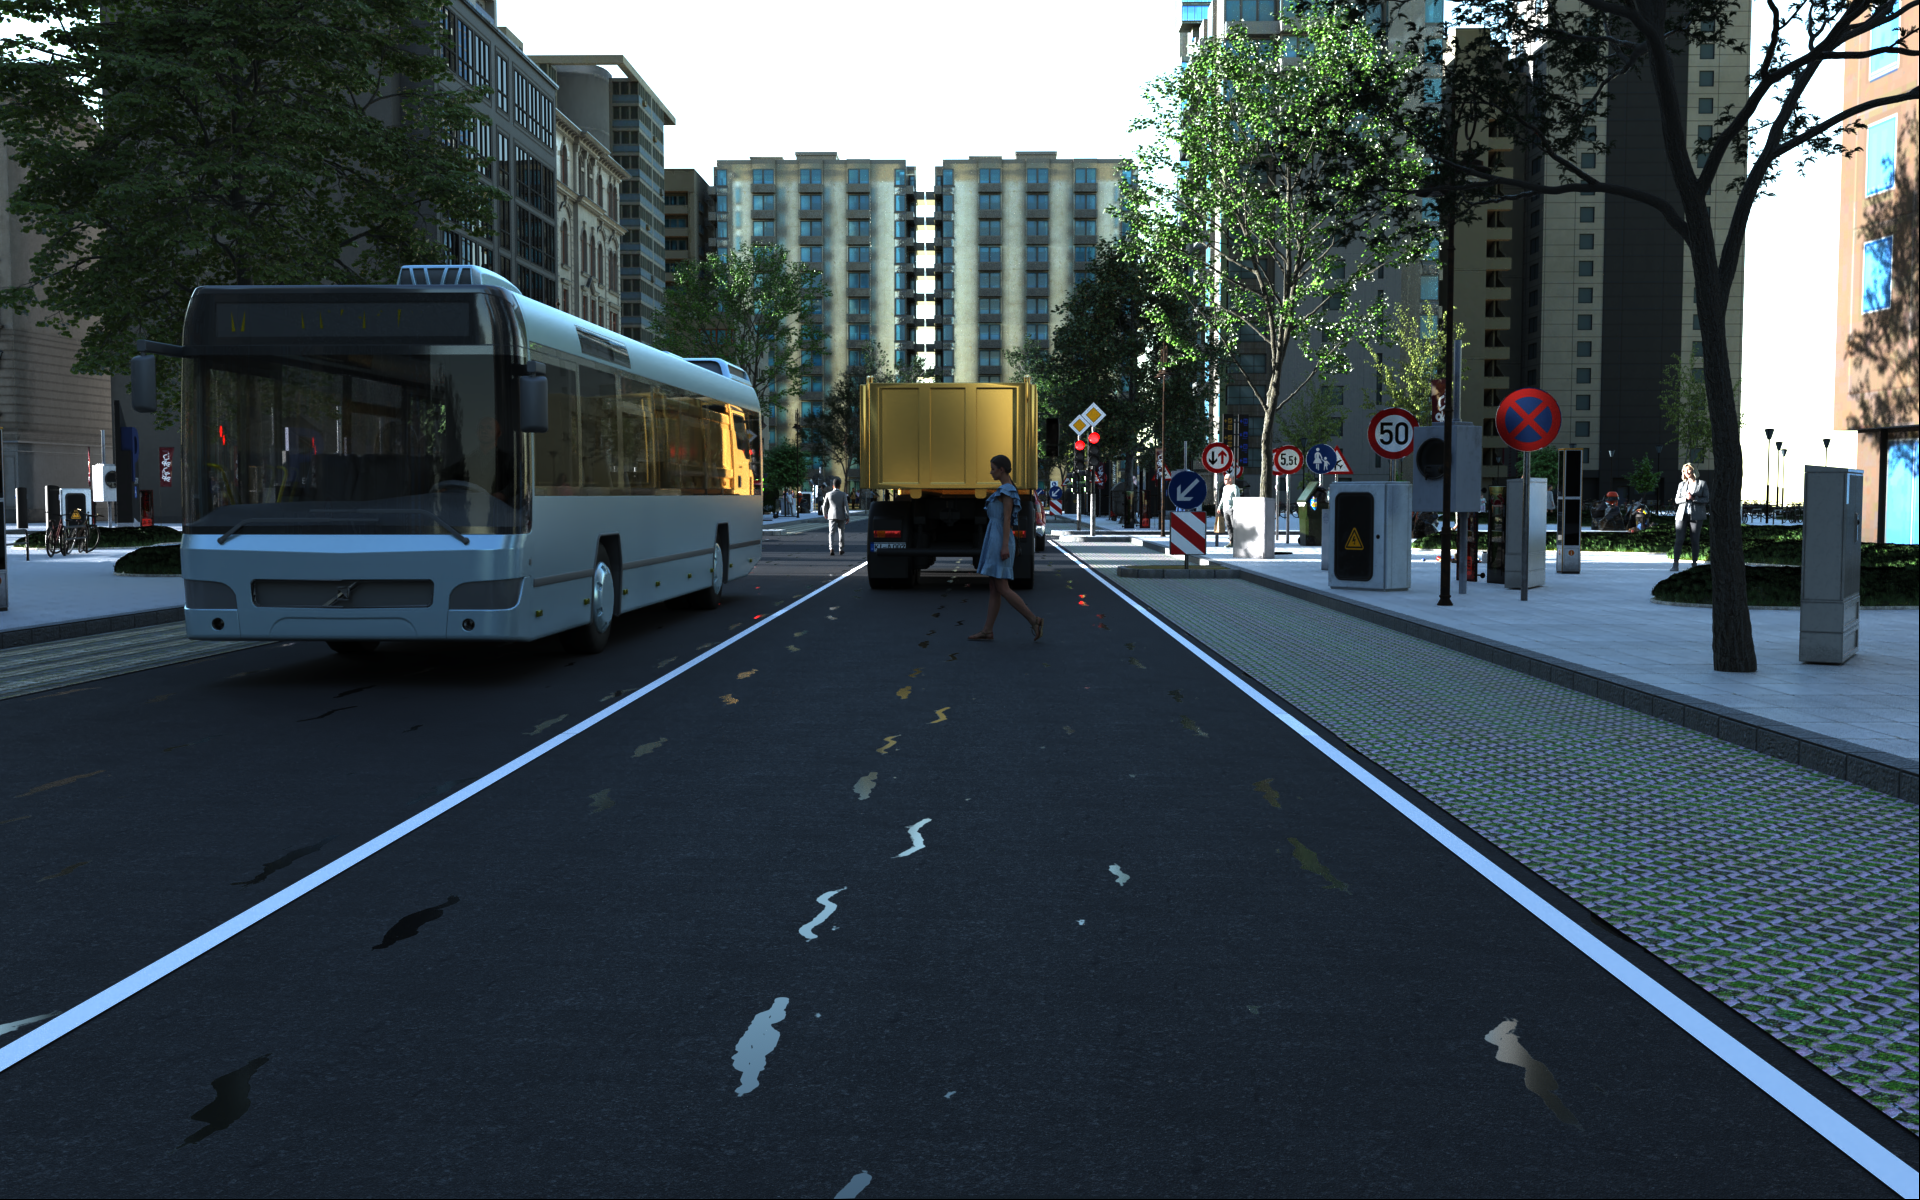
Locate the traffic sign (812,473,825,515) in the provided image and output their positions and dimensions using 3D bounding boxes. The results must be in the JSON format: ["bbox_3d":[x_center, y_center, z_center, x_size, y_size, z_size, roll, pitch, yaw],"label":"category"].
[{"bbox_3d":[-8.618,-6.440,105.399,0.768,2.556,0.104,0,4,4],"label":"traffic sign"}]

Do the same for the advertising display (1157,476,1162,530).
[{"bbox_3d":[7.278,-3.511,62.620,0.123,1.923,0.974,1,4,15],"label":"advertising display"}]

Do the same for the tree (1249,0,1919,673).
[{"bbox_3d":[5.578,-4.782,12.601,8.767,10.594,7.601,-1,4,-12],"label":"tree"}]

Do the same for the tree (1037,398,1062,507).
[{"bbox_3d":[8.914,-16.336,177.464,12.009,13.543,11.850,0,3,0],"label":"tree"}]

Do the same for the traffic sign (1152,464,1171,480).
[{"bbox_3d":[7.895,-4.122,67.391,0.884,2.594,0.081,0,4,7],"label":"traffic sign"}]

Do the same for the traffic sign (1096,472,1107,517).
[{"bbox_3d":[7.737,-5.848,95.721,0.768,2.556,0.104,0,4,3],"label":"traffic sign"}]

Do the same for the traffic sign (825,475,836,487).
[{"bbox_3d":[-8.732,-7.143,116.898,0.768,2.556,0.104,0,4,5],"label":"traffic sign"}]

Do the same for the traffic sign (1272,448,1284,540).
[{"bbox_3d":[8.779,-2.922,47.875,0.768,2.556,0.104,0,4,6],"label":"traffic sign"}]

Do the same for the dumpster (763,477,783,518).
[{"bbox_3d":[-10.183,-5.439,91.418,1.502,2.255,1.985,0,4,1],"label":"dumpster"}]

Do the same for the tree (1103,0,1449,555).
[{"bbox_3d":[6.638,-6.778,36.573,9.928,11.665,9.643,0,3,0],"label":"tree"}]

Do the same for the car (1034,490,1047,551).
[{"bbox_3d":[1.156,-2.240,45.299,2.281,1.827,5.304,0,4,1],"label":"car"}]

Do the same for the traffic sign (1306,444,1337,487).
[{"bbox_3d":[9.166,-2.684,43.986,0.768,2.556,0.104,1,4,9],"label":"traffic sign"}]

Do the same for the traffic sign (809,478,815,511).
[{"bbox_3d":[-11.004,-7.952,130.126,0.768,2.556,0.104,1,4,9],"label":"traffic sign"}]

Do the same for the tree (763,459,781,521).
[{"bbox_3d":[-9.505,-5.413,83.107,1.663,3.219,1.824,0,3,0],"label":"tree"}]

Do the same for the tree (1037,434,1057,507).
[{"bbox_3d":[8.116,-13.227,166.628,4.360,8.622,3.978,0,3,0],"label":"tree"}]

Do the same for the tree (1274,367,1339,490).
[{"bbox_3d":[20.483,-9.160,100.133,4.737,8.622,4.395,0,3,0],"label":"tree"}]

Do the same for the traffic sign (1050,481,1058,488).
[{"bbox_3d":[7.331,-8.117,134.845,0.606,2.300,0.079,1,4,9],"label":"traffic sign"}]

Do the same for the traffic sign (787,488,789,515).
[{"bbox_3d":[-10.430,-6.417,105.027,0.768,2.556,0.104,0,4,6],"label":"traffic sign"}]

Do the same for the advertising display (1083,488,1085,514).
[{"bbox_3d":[7.930,-6.163,105.971,0.123,1.923,0.974,-3,5,-41],"label":"advertising display"}]

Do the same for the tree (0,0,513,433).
[{"bbox_3d":[-10.537,-6.564,25.441,7.486,12.596,7.792,0,3,0],"label":"tree"}]

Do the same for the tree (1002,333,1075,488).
[{"bbox_3d":[9.437,-21.169,202.009,12.611,20.169,13.585,0,3,0],"label":"tree"}]

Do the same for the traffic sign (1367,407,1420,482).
[{"bbox_3d":[6.373,-1.554,25.506,0.768,2.556,0.104,0,4,8],"label":"traffic sign"}]

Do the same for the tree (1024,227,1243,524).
[{"bbox_3d":[7.320,-9.632,74.498,9.611,12.733,9.660,0,3,0],"label":"tree"}]

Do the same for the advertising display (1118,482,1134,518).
[{"bbox_3d":[8.720,-5.256,91.154,0.974,1.923,0.123,-2,4,-31],"label":"advertising display"}]

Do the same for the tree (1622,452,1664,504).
[{"bbox_3d":[31.178,-5.144,78.714,1.663,3.219,1.824,0,3,0],"label":"tree"}]

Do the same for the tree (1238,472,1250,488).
[{"bbox_3d":[21.124,-8.338,130.934,1.663,3.219,1.824,0,3,0],"label":"tree"}]

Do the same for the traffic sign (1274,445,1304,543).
[{"bbox_3d":[8.517,-2.742,44.936,0.768,2.556,0.104,0,4,7],"label":"traffic sign"}]

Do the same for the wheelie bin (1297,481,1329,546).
[{"bbox_3d":[8.789,-2.150,43.067,0.693,1.594,0.980,-1,4,-9],"label":"wheelie bin"}]

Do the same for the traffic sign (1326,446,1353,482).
[{"bbox_3d":[10.083,-2.839,46.423,0.884,2.594,0.081,0,4,4],"label":"traffic sign"}]

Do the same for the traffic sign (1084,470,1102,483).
[{"bbox_3d":[6.309,-5.043,82.455,0.884,2.594,0.081,0,4,7],"label":"traffic sign"}]

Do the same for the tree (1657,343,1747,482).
[{"bbox_3d":[36.213,-8.245,85.164,4.737,8.622,4.395,0,3,0],"label":"tree"}]

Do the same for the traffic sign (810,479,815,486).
[{"bbox_3d":[-9.919,-7.265,118.522,0.795,2.593,0.064,0,4,5],"label":"traffic sign"}]

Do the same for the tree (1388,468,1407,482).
[{"bbox_3d":[31.654,-8.018,125.688,1.663,3.219,1.824,0,3,0],"label":"tree"}]

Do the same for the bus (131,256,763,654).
[{"bbox_3d":[-4.334,-1.437,18.354,2.948,3.499,13.247,0,4,2],"label":"bus"}]

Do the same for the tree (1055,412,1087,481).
[{"bbox_3d":[8.261,-10.280,118.438,4.737,8.622,4.395,0,3,0],"label":"tree"}]

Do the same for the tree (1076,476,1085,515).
[{"bbox_3d":[7.796,-6.987,108.843,1.663,3.219,1.824,0,3,0],"label":"tree"}]

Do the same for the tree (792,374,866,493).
[{"bbox_3d":[-9.024,-12.261,134.884,8.767,10.594,7.601,0,4,-6],"label":"tree"}]

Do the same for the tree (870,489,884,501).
[{"bbox_3d":[-7.852,-13.710,174.515,4.737,8.622,4.395,0,3,0],"label":"tree"}]

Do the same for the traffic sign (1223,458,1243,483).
[{"bbox_3d":[9.672,-3.757,61.532,0.768,2.556,0.104,0,4,1],"label":"traffic sign"}]

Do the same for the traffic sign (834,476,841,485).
[{"bbox_3d":[-8.812,-7.527,123.166,0.768,2.556,0.104,0,4,4],"label":"traffic sign"}]

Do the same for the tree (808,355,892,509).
[{"bbox_3d":[-8.551,-14.725,151.118,12.009,13.543,11.850,0,3,0],"label":"tree"}]

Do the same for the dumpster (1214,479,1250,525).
[{"bbox_3d":[10.507,-3.729,66.727,1.264,1.857,1.865,0,4,1],"label":"dumpster"}]

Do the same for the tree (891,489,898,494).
[{"bbox_3d":[-7.466,-12.577,200.235,1.663,3.219,1.824,0,3,0],"label":"tree"}]

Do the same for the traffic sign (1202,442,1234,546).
[{"bbox_3d":[6.307,-2.589,42.440,0.768,2.556,0.104,1,4,10],"label":"traffic sign"}]

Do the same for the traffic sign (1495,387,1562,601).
[{"bbox_3d":[6.793,-1.264,20.777,0.768,2.556,0.104,0,4,8],"label":"traffic sign"}]

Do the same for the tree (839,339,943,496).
[{"bbox_3d":[-9.262,-21.841,212.986,12.611,20.169,13.585,0,3,0],"label":"tree"}]

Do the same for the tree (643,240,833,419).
[{"bbox_3d":[-8.962,-8.815,69.888,9.928,11.665,9.643,0,3,0],"label":"tree"}]

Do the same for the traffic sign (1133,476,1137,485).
[{"bbox_3d":[11.929,-7.317,119.745,0.768,2.556,0.104,0,4,7],"label":"traffic sign"}]

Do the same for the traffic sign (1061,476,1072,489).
[{"bbox_3d":[7.144,-7.048,115.235,0.884,2.594,0.081,0,4,6],"label":"traffic sign"}]

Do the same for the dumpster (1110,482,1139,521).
[{"bbox_3d":[7.831,-4.680,82.284,1.264,1.857,1.865,0,4,1],"label":"dumpster"}]

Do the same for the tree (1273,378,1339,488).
[{"bbox_3d":[21.836,-9.701,108.967,4.360,8.622,3.978,0,3,0],"label":"tree"}]

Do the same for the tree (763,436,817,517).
[{"bbox_3d":[-9.817,-6.997,98.114,4.285,4.588,4.351,0,3,0],"label":"tree"}]
